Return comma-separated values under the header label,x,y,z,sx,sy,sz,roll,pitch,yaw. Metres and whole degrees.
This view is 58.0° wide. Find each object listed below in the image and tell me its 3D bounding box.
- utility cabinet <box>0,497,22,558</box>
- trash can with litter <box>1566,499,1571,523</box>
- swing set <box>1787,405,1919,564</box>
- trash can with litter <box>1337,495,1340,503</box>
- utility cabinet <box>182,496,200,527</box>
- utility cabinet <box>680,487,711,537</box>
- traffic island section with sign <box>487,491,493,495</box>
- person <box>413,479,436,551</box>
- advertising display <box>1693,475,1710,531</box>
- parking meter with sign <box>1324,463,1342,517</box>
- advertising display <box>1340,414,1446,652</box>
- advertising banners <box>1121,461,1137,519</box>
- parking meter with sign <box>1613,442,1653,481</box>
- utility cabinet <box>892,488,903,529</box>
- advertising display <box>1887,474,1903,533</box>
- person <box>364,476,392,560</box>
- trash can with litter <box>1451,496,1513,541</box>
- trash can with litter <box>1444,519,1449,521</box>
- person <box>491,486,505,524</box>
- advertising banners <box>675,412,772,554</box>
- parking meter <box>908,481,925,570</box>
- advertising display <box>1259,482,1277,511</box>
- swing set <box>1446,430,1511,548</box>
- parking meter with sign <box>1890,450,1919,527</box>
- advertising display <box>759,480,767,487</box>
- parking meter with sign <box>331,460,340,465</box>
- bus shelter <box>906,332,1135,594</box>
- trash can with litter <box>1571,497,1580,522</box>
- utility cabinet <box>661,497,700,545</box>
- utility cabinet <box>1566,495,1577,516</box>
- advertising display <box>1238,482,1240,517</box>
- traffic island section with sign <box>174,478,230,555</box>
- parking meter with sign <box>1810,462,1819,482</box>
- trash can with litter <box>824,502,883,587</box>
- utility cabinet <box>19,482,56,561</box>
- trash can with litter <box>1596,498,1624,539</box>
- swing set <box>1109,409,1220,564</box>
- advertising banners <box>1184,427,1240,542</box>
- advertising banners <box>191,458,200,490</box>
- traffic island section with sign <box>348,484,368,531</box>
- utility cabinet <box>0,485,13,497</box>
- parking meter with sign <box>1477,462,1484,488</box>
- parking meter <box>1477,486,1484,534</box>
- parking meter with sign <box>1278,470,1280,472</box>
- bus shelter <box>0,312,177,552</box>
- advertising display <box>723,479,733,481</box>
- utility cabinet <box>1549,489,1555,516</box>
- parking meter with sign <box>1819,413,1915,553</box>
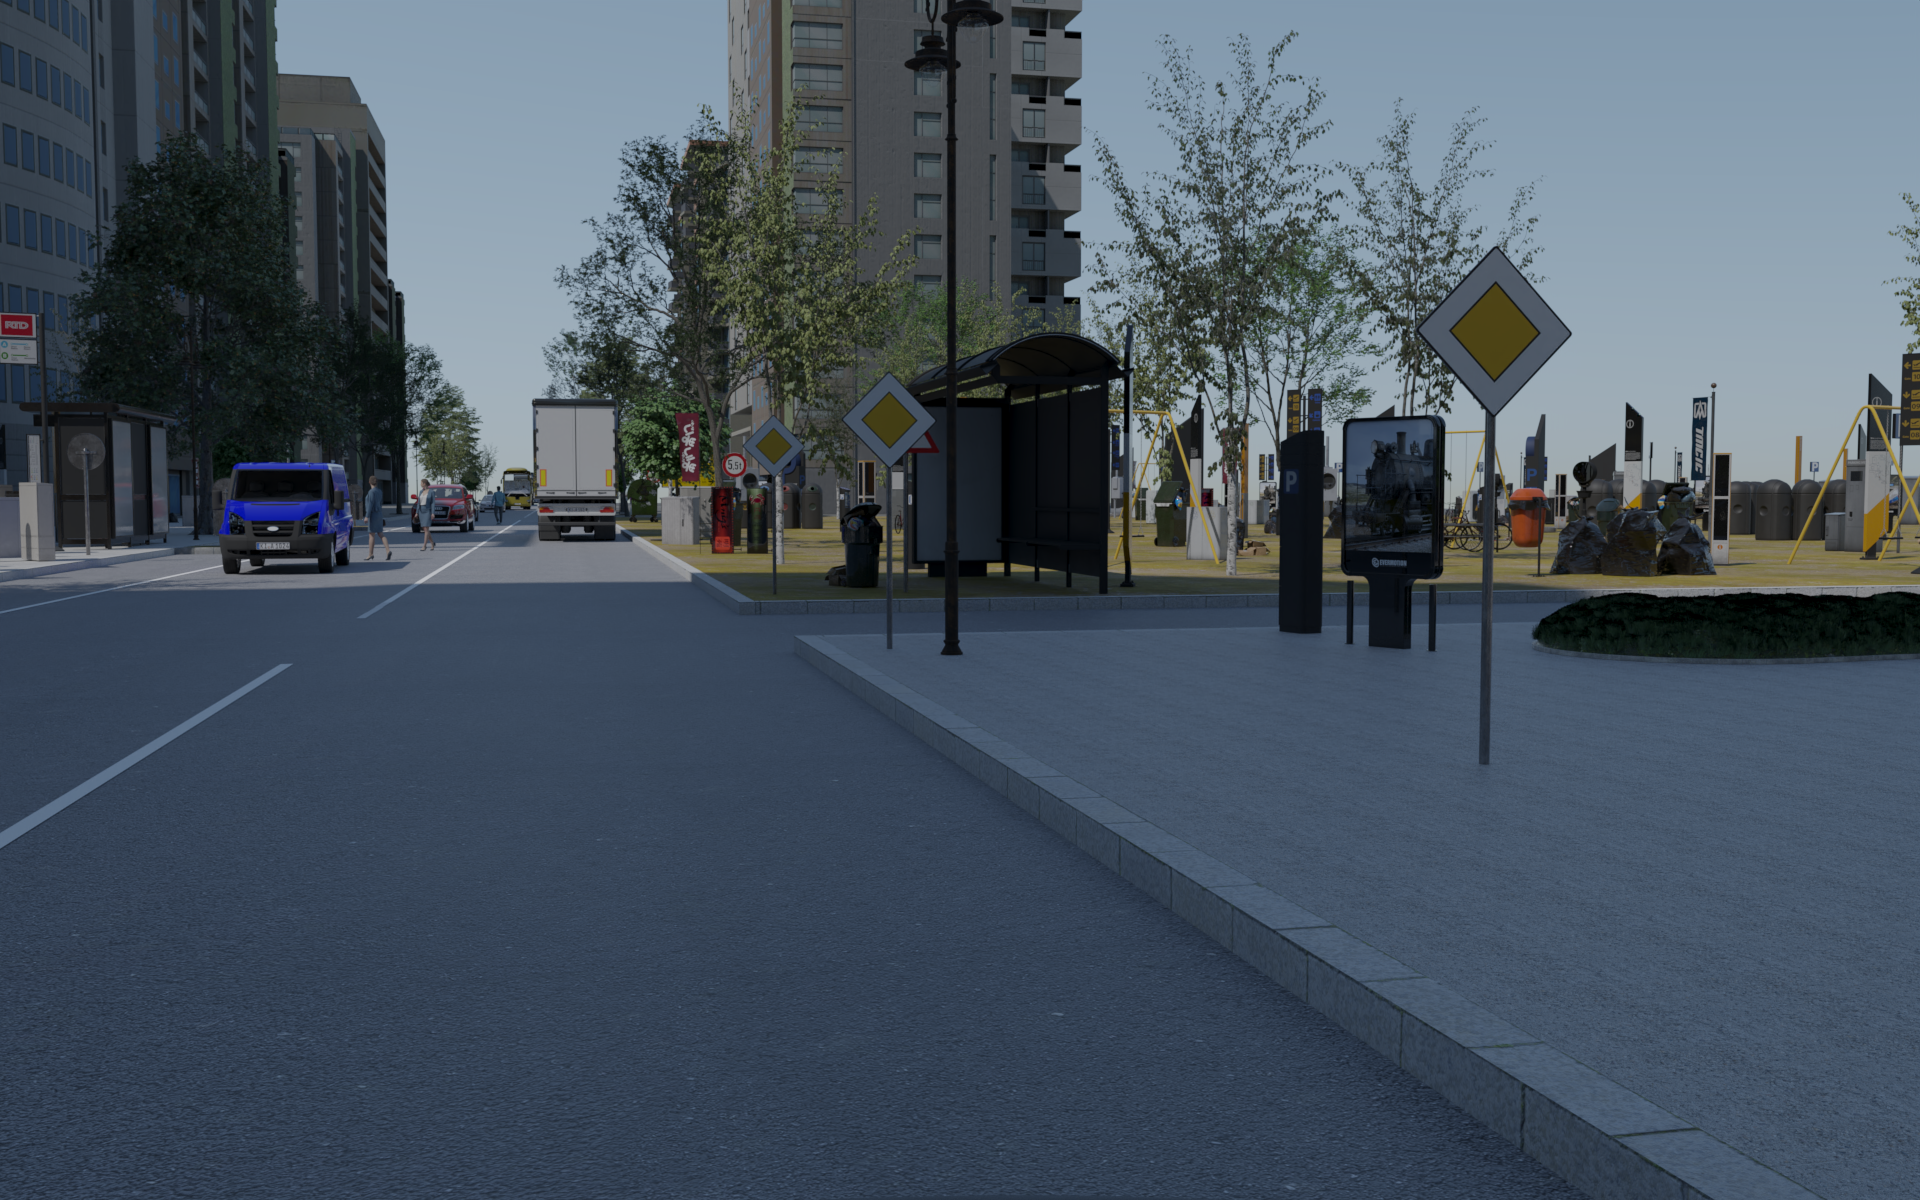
label,x,y,z,sx,sy,sz,roll,pitch,yaw
utility cabinet,-19.305,-1.435,34.624,0.306,1.237,1.020,2,4,34
trash can with litter,27.418,-4.070,77.928,0.624,1.170,1.055,-1,4,-21
swing set,17.031,-2.051,31.151,3.119,2.851,2.862,-2,4,-31
trash can with litter,22.101,-5.439,99.985,2.233,1.210,1.678,-2,4,-28
utility cabinet,-30.290,-3.518,68.678,1.020,1.237,0.306,-2,4,-23
utility cabinet,-7.588,-2.575,50.773,1.173,1.500,0.318,-1,4,-13
traffic island section with sign,-53.568,-11.569,197.788,1.989,1.847,2.006,-1,4,-13
person,-13.434,-2.153,43.718,0.581,1.822,0.654,2,4,34
advertising display,25.881,-3.344,59.884,0.974,1.923,0.123,1,4,9
parking meter with sign,20.710,-6.143,96.694,0.543,3.016,1.738,-1,4,-19
advertising display,3.593,-0.563,14.426,0.123,1.923,0.974,-3,4,-38
advertising banners,8.863,-5.769,90.511,0.090,3.025,2.074,2,4,27
parking meter with sign,22.327,-3.792,58.266,1.738,3.016,0.543,1,4,18
utility cabinet,-2.095,-3.302,62.667,1.173,1.500,0.318,-3,5,-42
advertising display,30.199,-3.130,56.389,0.974,1.923,0.123,0,4,-8
person,-12.577,-1.762,37.329,0.654,1.822,0.581,2,4,27
trash can with litter,14.986,-2.249,47.821,2.233,1.210,1.678,0,4,-6
trash can with litter,23.603,-4.385,82.757,2.233,1.210,1.678,3,5,39
person,-21.795,-4.483,81.808,0.660,1.820,0.620,-3,4,-37
advertising banners,-5.059,-2.500,37.062,2.074,3.025,0.090,0,4,4
parking meter,-0.783,-1.295,29.579,0.372,1.533,0.369,0,3,0
advertising display,16.203,-5.254,91.117,0.974,1.923,0.123,3,4,38
swing set,12.098,-2.797,43.348,2.862,2.851,3.119,-3,4,-38
parking meter with sign,39.675,-4.647,72.239,1.738,3.016,0.543,3,5,44
advertising display,-9.322,-4.653,81.293,0.974,1.923,0.123,3,5,40
parking meter with sign,-32.392,-5.643,88.523,1.738,3.016,0.543,3,5,40
bus shelter,0.596,-1.861,24.356,2.014,3.302,5.546,-1,4,-13
trash can with litter,26.541,-3.773,73.078,1.055,1.170,0.624,0,4,-8
utility cabinet,-7.132,-2.019,44.165,1.020,1.237,0.306,2,4,30
utility cabinet,33.978,-5.249,96.988,1.020,1.237,0.306,0,4,5
advertising display,15.155,-5.523,95.521,0.123,1.923,0.974,3,4,37
traffic island section with sign,-17.862,-2.048,42.114,1.989,1.847,2.006,-1,4,-13
parking meter with sign,46.310,-5.893,92.615,0.543,3.016,1.738,-1,4,-19
trash can with litter,-1.527,-0.770,23.977,0.624,1.170,1.055,-3,4,-37
utility cabinet,-17.724,-1.505,33.285,0.318,1.500,1.173,-3,5,-42
trash can with litter,16.167,-1.954,43.330,0.624,1.170,1.055,3,5,41
swing set,2.878,-2.111,32.138,3.119,2.851,2.862,-3,4,-37
advertising banners,6.473,-3.042,45.920,2.074,3.025,0.090,2,4,34
advertising banners,-36.464,-5.365,83.901,0.090,3.025,2.074,1,4,18
traffic island section with sign,-23.886,-3.655,68.390,1.989,1.847,2.006,-1,4,-13
utility cabinet,-22.668,-1.950,40.564,0.318,1.500,1.173,0,4,3
parking meter with sign,28.766,-5.938,93.355,0.543,3.016,1.738,-3,5,-43
parking meter,18.140,-3.161,60.092,0.372,1.533,0.369,0,3,0
parking meter with sign,17.785,-5.921,93.075,0.543,3.016,1.738,3,5,44
bus shelter,-20.680,-3.879,41.046,2.179,5.291,8.768,-1,4,-13
advertising display,-9.802,-4.233,74.425,0.974,1.923,0.123,-2,4,-24
utility cabinet,27.878,-4.432,81.150,0.318,1.500,1.173,0,4,7
parking meter with sign,19.986,-2.566,38.223,0.543,3.016,1.738,-2,4,-26
